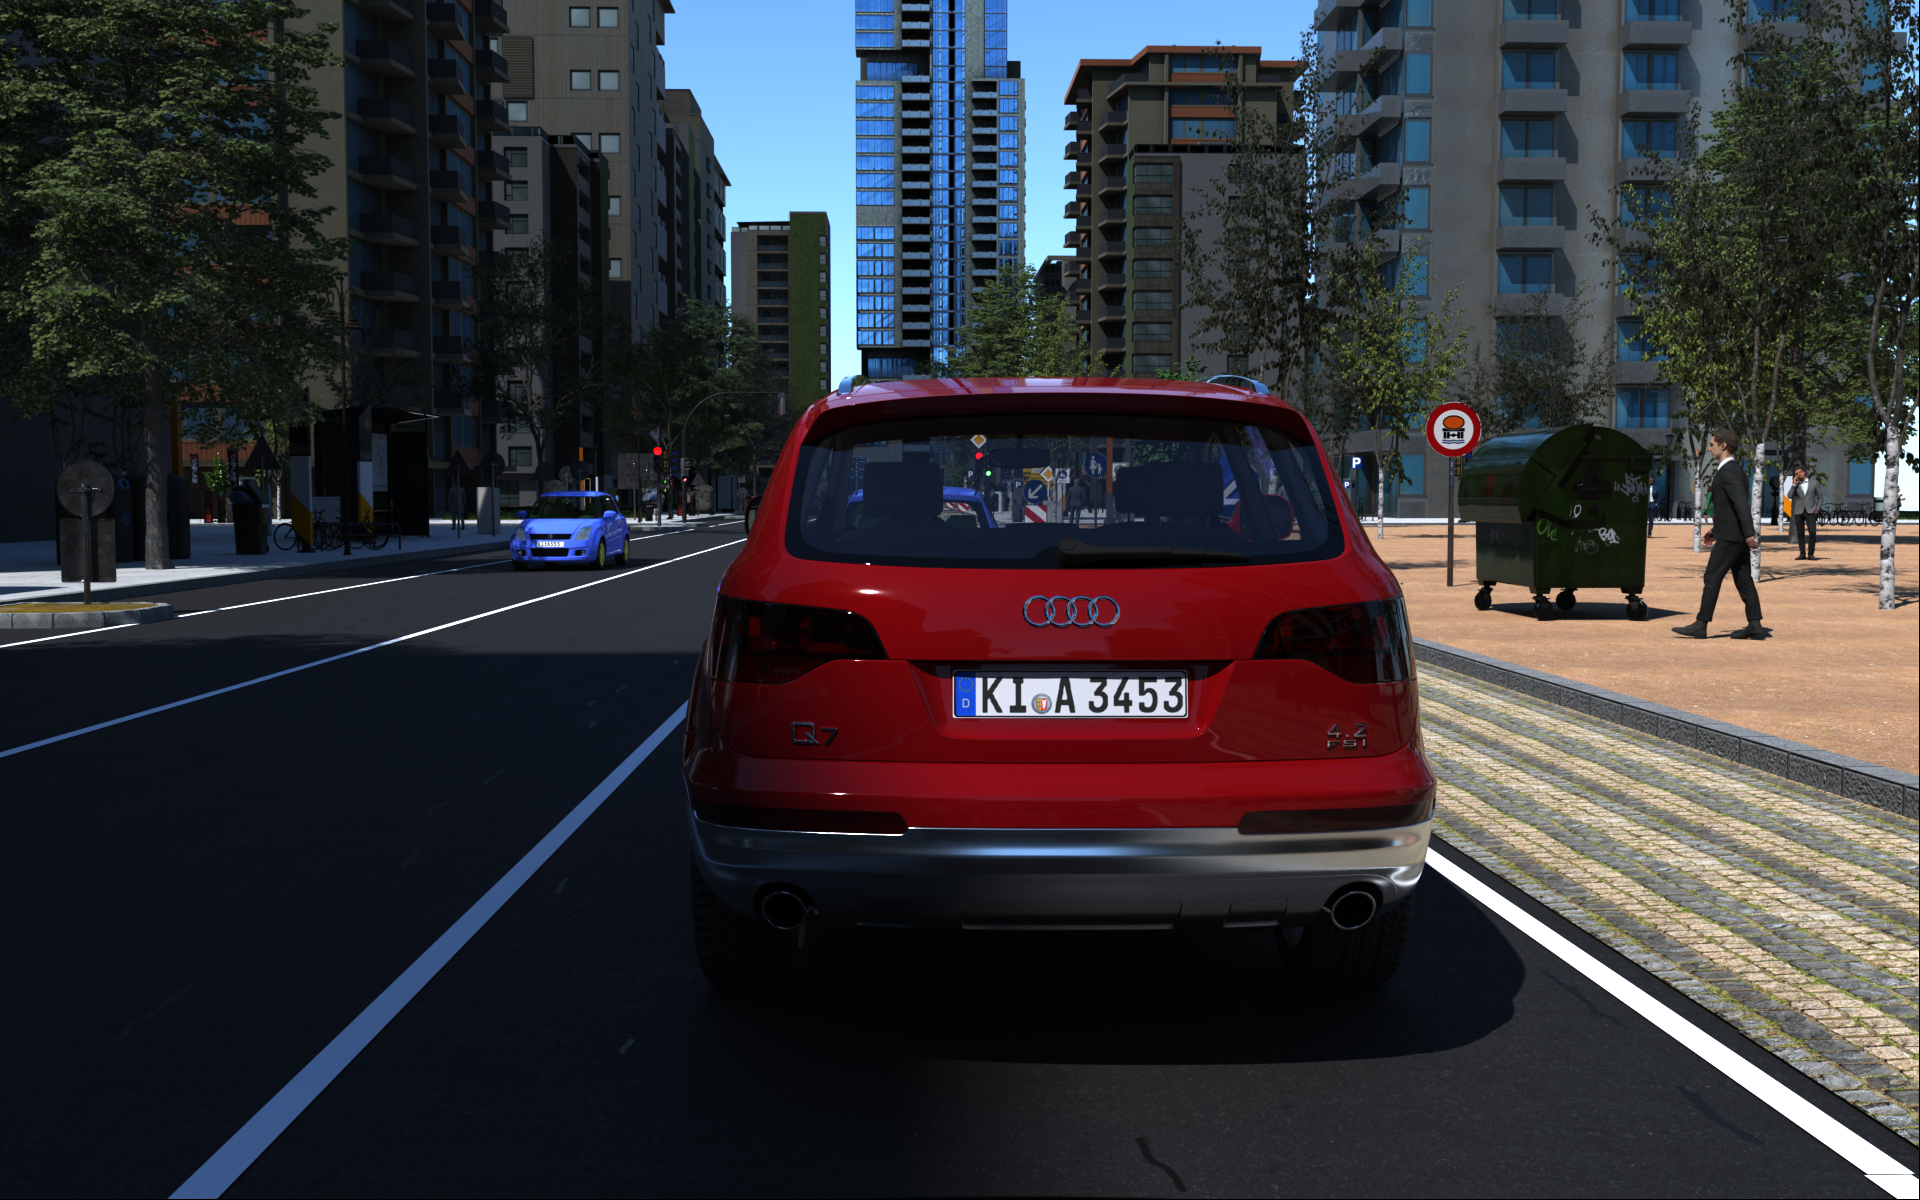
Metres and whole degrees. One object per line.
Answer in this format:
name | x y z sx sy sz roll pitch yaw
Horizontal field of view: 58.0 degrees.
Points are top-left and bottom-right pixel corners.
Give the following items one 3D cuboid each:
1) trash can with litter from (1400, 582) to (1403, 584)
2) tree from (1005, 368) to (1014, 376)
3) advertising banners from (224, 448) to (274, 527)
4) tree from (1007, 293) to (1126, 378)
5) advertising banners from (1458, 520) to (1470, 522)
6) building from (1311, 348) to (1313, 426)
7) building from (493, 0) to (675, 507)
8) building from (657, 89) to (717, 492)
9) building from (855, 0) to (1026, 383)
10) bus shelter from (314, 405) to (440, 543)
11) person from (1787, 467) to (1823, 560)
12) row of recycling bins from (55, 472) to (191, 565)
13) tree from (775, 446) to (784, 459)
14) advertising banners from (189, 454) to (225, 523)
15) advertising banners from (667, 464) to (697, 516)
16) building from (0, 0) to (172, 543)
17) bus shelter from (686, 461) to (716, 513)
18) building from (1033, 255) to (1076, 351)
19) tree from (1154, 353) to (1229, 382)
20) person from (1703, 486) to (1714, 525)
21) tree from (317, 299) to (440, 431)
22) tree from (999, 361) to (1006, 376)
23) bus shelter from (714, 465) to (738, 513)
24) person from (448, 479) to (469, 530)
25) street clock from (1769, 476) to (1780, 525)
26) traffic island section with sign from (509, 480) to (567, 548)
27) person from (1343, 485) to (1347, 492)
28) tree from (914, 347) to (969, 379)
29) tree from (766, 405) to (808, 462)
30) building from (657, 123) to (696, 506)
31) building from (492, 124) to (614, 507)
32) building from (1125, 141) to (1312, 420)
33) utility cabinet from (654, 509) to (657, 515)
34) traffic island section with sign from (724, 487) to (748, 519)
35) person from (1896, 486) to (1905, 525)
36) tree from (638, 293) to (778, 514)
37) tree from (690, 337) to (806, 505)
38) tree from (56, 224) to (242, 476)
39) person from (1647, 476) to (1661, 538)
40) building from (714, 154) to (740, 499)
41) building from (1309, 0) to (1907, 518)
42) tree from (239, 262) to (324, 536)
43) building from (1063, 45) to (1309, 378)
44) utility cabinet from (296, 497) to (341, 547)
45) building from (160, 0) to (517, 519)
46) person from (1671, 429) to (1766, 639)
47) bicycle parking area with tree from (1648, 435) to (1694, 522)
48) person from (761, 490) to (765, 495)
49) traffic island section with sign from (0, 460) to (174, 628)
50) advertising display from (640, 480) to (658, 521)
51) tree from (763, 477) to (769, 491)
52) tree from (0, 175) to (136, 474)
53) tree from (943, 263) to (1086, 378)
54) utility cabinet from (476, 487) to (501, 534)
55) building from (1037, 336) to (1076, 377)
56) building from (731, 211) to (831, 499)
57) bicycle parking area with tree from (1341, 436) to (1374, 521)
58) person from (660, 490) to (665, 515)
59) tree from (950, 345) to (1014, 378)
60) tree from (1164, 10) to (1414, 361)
trash can with litter | 5.356 -0.868 25.251 1.678 1.210 2.233 0 4 -8
tree | 3.022 -11.349 119.971 7.601 10.594 8.767 1 4 11
advertising banners | -26.779 -4.228 65.319 2.074 3.025 0.090 1 4 19
tree | 3.687 -6.938 63.806 4.737 8.622 4.395 0 3 0
advertising banners | 23.779 -5.068 79.045 2.074 3.025 0.090 0 4 -8
building | 43.681 -29.562 255.042 14.107 30.474 14.160 0 4 -2
building | -42.681 -35.155 164.027 28.713 52.752 27.495 0 4 -2
building | -40.560 -35.521 204.461 21.600 48.544 21.300 0 4 -2
building | -3.551 -57.704 256.136 31.000 86.520 22.319 0 4 -2
bus shelter | -16.227 -3.503 48.551 1.731 3.624 6.357 0 4 -2
person | 16.425 -1.678 33.655 0.473 1.802 0.592 -3 5 -39
row of recycling bins | -15.929 -1.581 32.958 1.069 1.692 3.534 0 4 7
tree | -18.135 -14.573 188.627 4.360 8.622 3.978 0 3 0
advertising banners | -33.012 -4.886 76.068 0.090 3.025 2.074 1 4 22
advertising banners | -16.335 -6.435 101.405 2.074 3.025 0.090 -3 4 -38
building | -37.029 -15.634 49.116 24.014 27.812 14.314 0 4 -2
bus shelter | -18.175 -7.922 120.806 1.731 3.624 6.357 0 4 -2
building | 23.768 -34.952 263.340 23.993 40.220 32.217 0 4 -2
tree | 5.331 -3.470 40.441 4.285 4.588 4.351 0 3 0
person | 31.981 -3.984 73.882 0.529 1.795 0.600 2 4 29
tree | -22.356 -7.077 66.074 4.360 8.622 3.978 0 3 0
tree | 2.750 -8.805 94.322 4.360 8.622 3.978 0 3 0
bus shelter | -16.275 -7.877 122.716 2.014 3.302 5.546 0 4 -2
person | -18.002 -3.419 62.050 0.694 1.812 0.767 -2 4 -32
street clock | 33.362 -4.057 70.896 0.471 2.002 0.358 -1 4 -23
traffic island section with sign | -10.933 -2.323 46.615 1.989 1.847 2.006 0 4 -2
person | 12.192 -3.061 55.904 0.447 1.846 0.655 -3 4 -37
tree | 0.137 -22.283 220.220 12.611 20.169 13.585 0 3 0
tree | -18.593 -16.764 199.854 9.928 11.665 9.643 0 3 0
building | -36.112 -30.689 185.359 14.154 41.232 14.086 0 4 -2
building | -36.195 -22.475 139.175 14.160 30.474 14.107 0 4 -2
building | 20.732 -22.895 146.034 14.160 30.474 14.107 0 4 -2
utility cabinet | -18.137 -5.793 103.392 0.318 1.500 1.173 -1 4 -11
traffic island section with sign | -12.778 -5.705 101.898 1.989 1.847 2.006 0 4 -2
person | 40.335 -4.014 74.479 0.532 1.782 0.716 3 5 39
tree | -16.370 -12.511 111.206 9.857 13.997 8.962 0 3 0
tree | -16.766 -13.810 136.168 12.009 13.543 11.850 0 3 0
tree | -21.539 -5.787 44.985 4.737 8.622 4.395 0 3 0
person | 19.995 -2.699 50.354 0.721 1.800 0.419 1 4 14
building | -47.085 -40.989 259.412 27.495 52.752 28.713 0 4 -2
building | 35.619 -29.394 100.193 30.456 49.044 23.786 0 4 -2
tree | -21.327 -6.266 52.817 4.737 8.622 4.395 0 3 0
building | 21.937 -31.780 174.235 22.147 44.769 28.867 0 4 -2
utility cabinet | -15.713 -1.910 42.384 1.020 1.237 0.306 -2 4 -33
building | -38.639 -27.233 99.876 22.147 44.769 28.867 0 4 -2
person | 6.732 -0.580 15.307 0.755 1.850 0.659 2 4 35
bicycle parking area with tree | 31.695 -5.950 84.283 8.231 4.147 9.016 2 4 30
person | -23.083 -12.114 204.630 1.217 1.766 0.721 3 4 39
traffic island section with sign | -10.033 -0.660 19.414 1.989 1.847 2.006 0 4 -2
advertising display | -14.724 -4.694 81.954 0.123 1.923 0.974 3 5 42
tree | -18.639 -10.742 170.237 1.663 3.219 1.824 0 3 0
tree | -20.800 -5.475 39.871 4.360 8.622 3.978 0 3 0
tree | 2.586 -10.249 85.701 7.486 12.596 7.792 0 3 0
utility cabinet | -15.142 -2.873 55.647 0.318 1.500 1.173 -3 4 -38
building | 23.350 -21.968 204.222 27.650 21.520 28.899 0 4 -2
building | -25.931 -34.780 252.241 14.086 41.232 14.154 0 4 -2
bicycle parking area with tree | 16.245 -6.017 85.386 8.231 4.147 9.016 1 4 15
person | -18.792 -6.108 108.503 0.503 1.515 0.523 -3 5 -45
tree | 2.180 -13.953 138.499 12.009 13.543 11.850 0 3 0
tree | 5.010 -4.712 27.402 4.360 8.622 3.978 0 3 0
